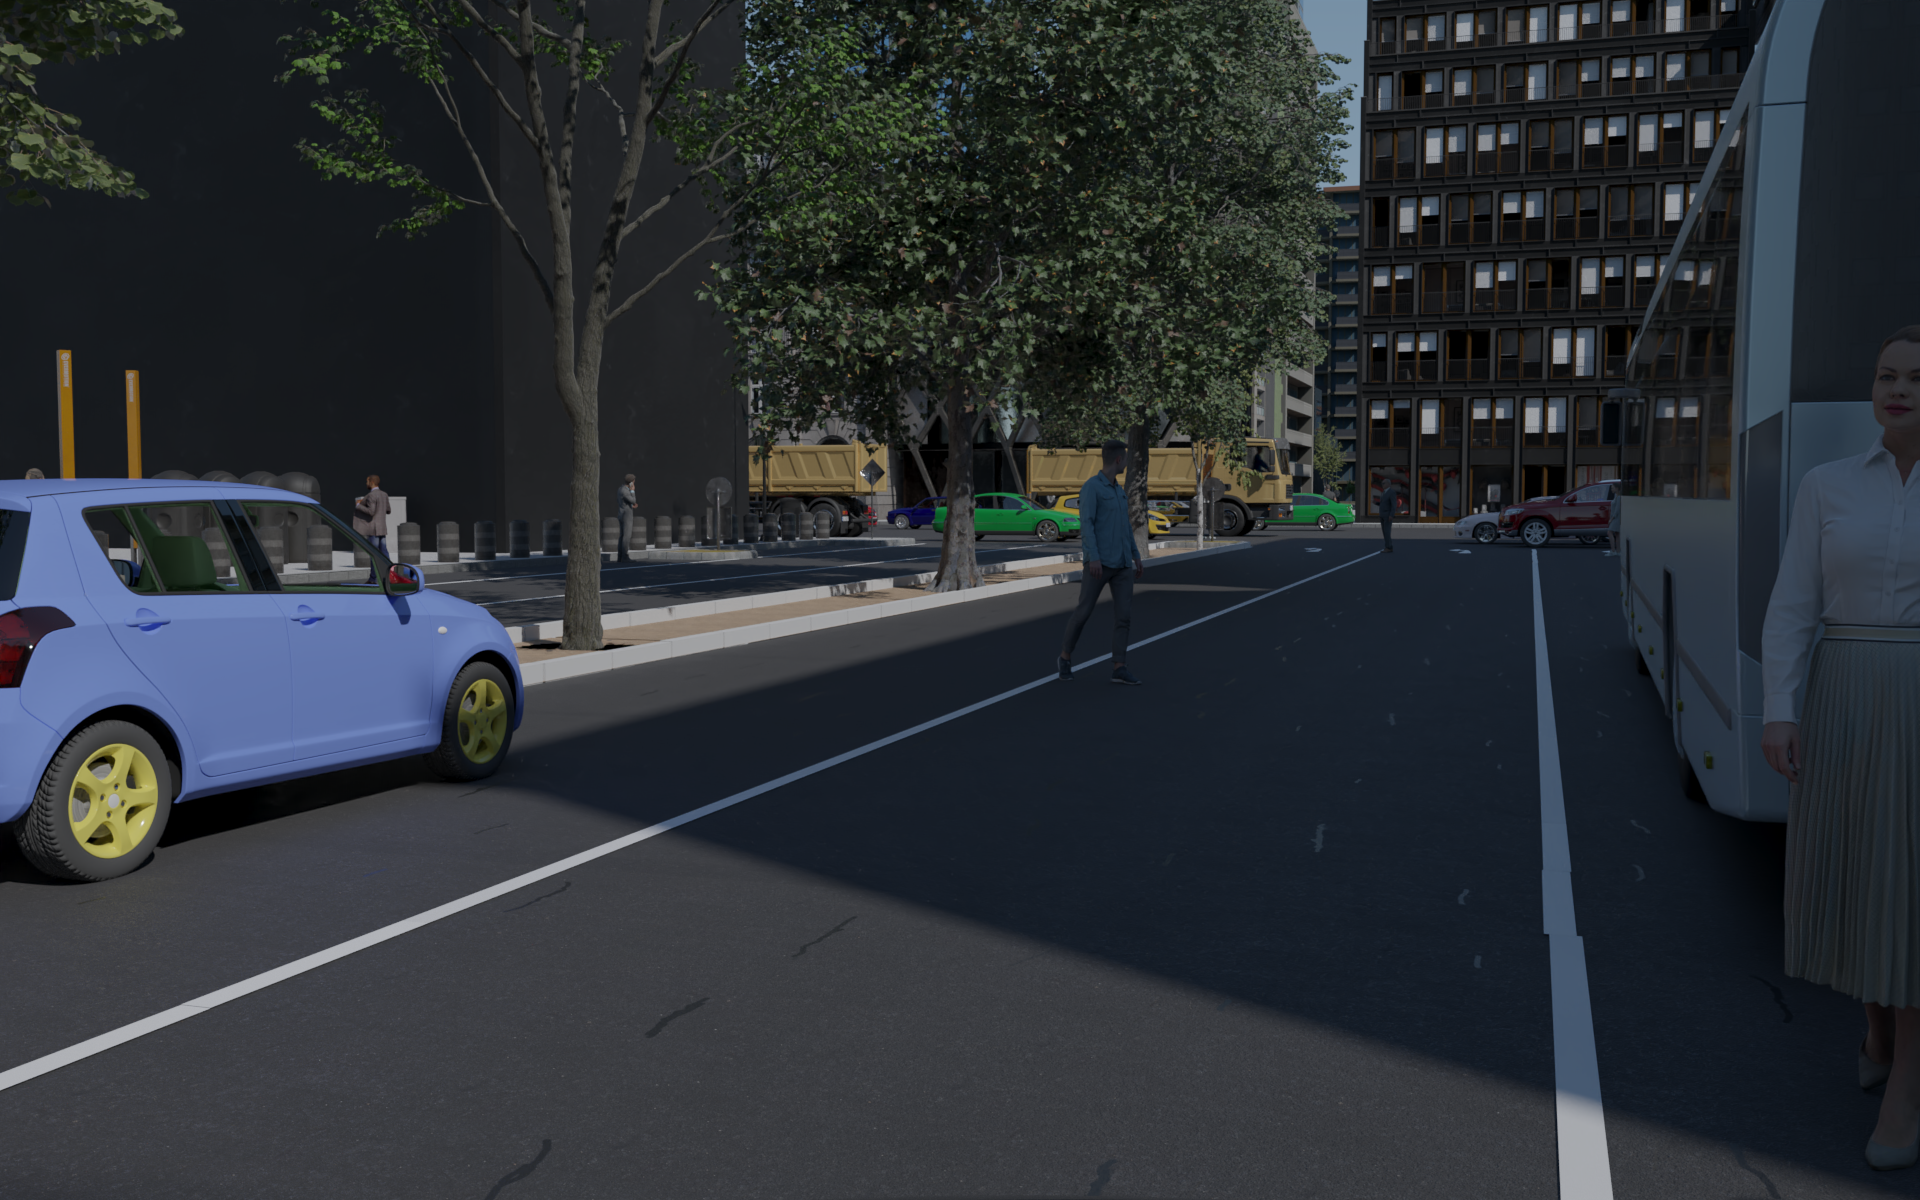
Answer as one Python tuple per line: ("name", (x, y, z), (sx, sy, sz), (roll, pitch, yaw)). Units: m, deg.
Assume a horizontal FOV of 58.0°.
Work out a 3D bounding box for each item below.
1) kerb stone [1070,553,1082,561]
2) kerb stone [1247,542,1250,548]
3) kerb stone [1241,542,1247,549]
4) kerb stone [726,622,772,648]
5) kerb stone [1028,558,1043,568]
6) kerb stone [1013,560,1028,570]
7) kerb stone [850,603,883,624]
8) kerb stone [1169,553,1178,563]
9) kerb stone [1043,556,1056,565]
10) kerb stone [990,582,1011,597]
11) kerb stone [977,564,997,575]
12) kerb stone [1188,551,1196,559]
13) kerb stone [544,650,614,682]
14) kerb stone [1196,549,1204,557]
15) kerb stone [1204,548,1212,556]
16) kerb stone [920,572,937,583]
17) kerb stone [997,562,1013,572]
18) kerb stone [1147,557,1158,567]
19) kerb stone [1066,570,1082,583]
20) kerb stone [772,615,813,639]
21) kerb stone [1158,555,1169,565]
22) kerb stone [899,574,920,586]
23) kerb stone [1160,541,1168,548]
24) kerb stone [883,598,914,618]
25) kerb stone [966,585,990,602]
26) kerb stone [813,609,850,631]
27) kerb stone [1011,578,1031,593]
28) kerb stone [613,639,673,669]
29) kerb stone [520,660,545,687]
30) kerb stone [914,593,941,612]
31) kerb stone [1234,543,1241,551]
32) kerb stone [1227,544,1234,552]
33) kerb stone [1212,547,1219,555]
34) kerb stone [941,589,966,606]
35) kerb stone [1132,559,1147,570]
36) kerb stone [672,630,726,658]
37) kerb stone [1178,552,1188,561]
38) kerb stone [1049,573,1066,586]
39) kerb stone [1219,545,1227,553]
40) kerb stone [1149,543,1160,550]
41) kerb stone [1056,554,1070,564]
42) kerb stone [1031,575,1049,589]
("kerb stone", (2.348, -0.890, 36.787), (0.120, 0.150, 1.000), (1, 4, 18))
("kerb stone", (7.563, -1.451, 45.911), (0.120, 0.150, 1.000), (1, 4, 18))
("kerb stone", (7.236, -1.386, 44.934), (0.120, 0.150, 1.000), (1, 4, 18))
("kerb stone", (-2.088, 0.343, 16.591), (0.120, 0.150, 1.000), (1, 4, 18))
("kerb stone", (1.384, -0.712, 33.853), (0.120, 0.150, 1.000), (1, 4, 18))
("kerb stone", (1.049, -0.653, 32.874), (0.120, 0.150, 1.000), (1, 4, 18))
("kerb stone", (-1.128, 0.164, 19.523), (0.120, 0.150, 1.000), (1, 4, 18))
("kerb stone", (4.343, -0.853, 36.137), (0.120, 0.150, 1.000), (1, 4, 18))
("kerb stone", (1.699, -0.771, 34.838), (0.120, 0.150, 1.000), (1, 4, 18))
("kerb stone", (0.486, -0.133, 24.418), (0.120, 0.150, 1.000), (1, 4, 18))
("kerb stone", (0.413, -0.533, 30.910), (0.120, 0.150, 1.000), (1, 4, 18))
("kerb stone", (4.986, -0.969, 38.092), (0.120, 0.150, 1.000), (1, 4, 18))
("kerb stone", (-3.054, 0.524, 13.664), (0.120, 0.150, 1.000), (1, 4, 18))
("kerb stone", (5.306, -1.029, 39.067), (0.120, 0.150, 1.000), (1, 4, 18))
("kerb stone", (5.629, -1.092, 40.046), (0.120, 0.150, 1.000), (1, 4, 18))
("kerb stone", (-0.551, -0.348, 27.979), (0.120, 0.150, 1.000), (1, 4, 18))
("kerb stone", (0.738, -0.591, 31.893), (0.120, 0.150, 1.000), (1, 4, 18))
("kerb stone", (3.702, -0.733, 34.178), (0.120, 0.150, 1.000), (1, 4, 18))
("kerb stone", (1.770, -0.370, 28.322), (0.120, 0.150, 1.000), (1, 4, 18))
("kerb stone", (-1.770, 0.283, 17.567), (0.120, 0.150, 1.000), (1, 4, 18))
("kerb stone", (4.023, -0.787, 35.153), (0.120, 0.150, 1.000), (1, 4, 18))
("kerb stone", (-0.880, -0.294, 27.006), (0.120, 0.150, 1.000), (1, 4, 18))
("kerb stone", (5.243, -1.427, 45.603), (0.120, 0.150, 1.000), (1, 4, 18))
("kerb stone", (-0.804, 0.103, 20.510), (0.120, 0.150, 1.000), (1, 4, 18))
("kerb stone", (0.166, -0.072, 23.439), (0.120, 0.150, 1.000), (1, 4, 18))
("kerb stone", (-1.449, 0.223, 18.548), (0.120, 0.150, 1.000), (1, 4, 18))
("kerb stone", (0.805, -0.196, 25.393), (0.120, 0.150, 1.000), (1, 4, 18))
("kerb stone", (-2.733, 0.470, 14.639), (0.120, 0.150, 1.000), (1, 4, 18))
("kerb stone", (-3.377, 0.582, 12.677), (0.120, 0.150, 1.000), (1, 4, 18))
("kerb stone", (-0.482, 0.045, 21.485), (0.120, 0.150, 1.000), (1, 4, 18))
("kerb stone", (6.916, -1.331, 43.959), (0.120, 0.150, 1.000), (1, 4, 18))
("kerb stone", (6.589, -1.271, 42.979), (0.120, 0.150, 1.000), (1, 4, 18))
("kerb stone", (5.941, -1.152, 41.024), (0.120, 0.150, 1.000), (1, 4, 18))
("kerb stone", (-0.169, -0.016, 22.463), (0.120, 0.150, 1.000), (1, 4, 18))
("kerb stone", (3.378, -0.673, 33.204), (0.120, 0.150, 1.000), (1, 4, 18))
("kerb stone", (-2.411, 0.403, 15.615), (0.120, 0.150, 1.000), (1, 4, 18))
("kerb stone", (4.670, -0.913, 37.115), (0.120, 0.150, 1.000), (1, 4, 18))
("kerb stone", (1.442, -0.315, 27.348), (0.120, 0.150, 1.000), (1, 4, 18))
("kerb stone", (6.274, -1.211, 42.002), (0.120, 0.150, 1.000), (1, 4, 18))
("kerb stone", (4.928, -1.367, 44.620), (0.120, 0.150, 1.000), (1, 4, 18))
("kerb stone", (2.028, -0.828, 35.810), (0.120, 0.150, 1.000), (1, 4, 18))
("kerb stone", (1.126, -0.253, 26.369), (0.120, 0.150, 1.000), (1, 4, 18))
